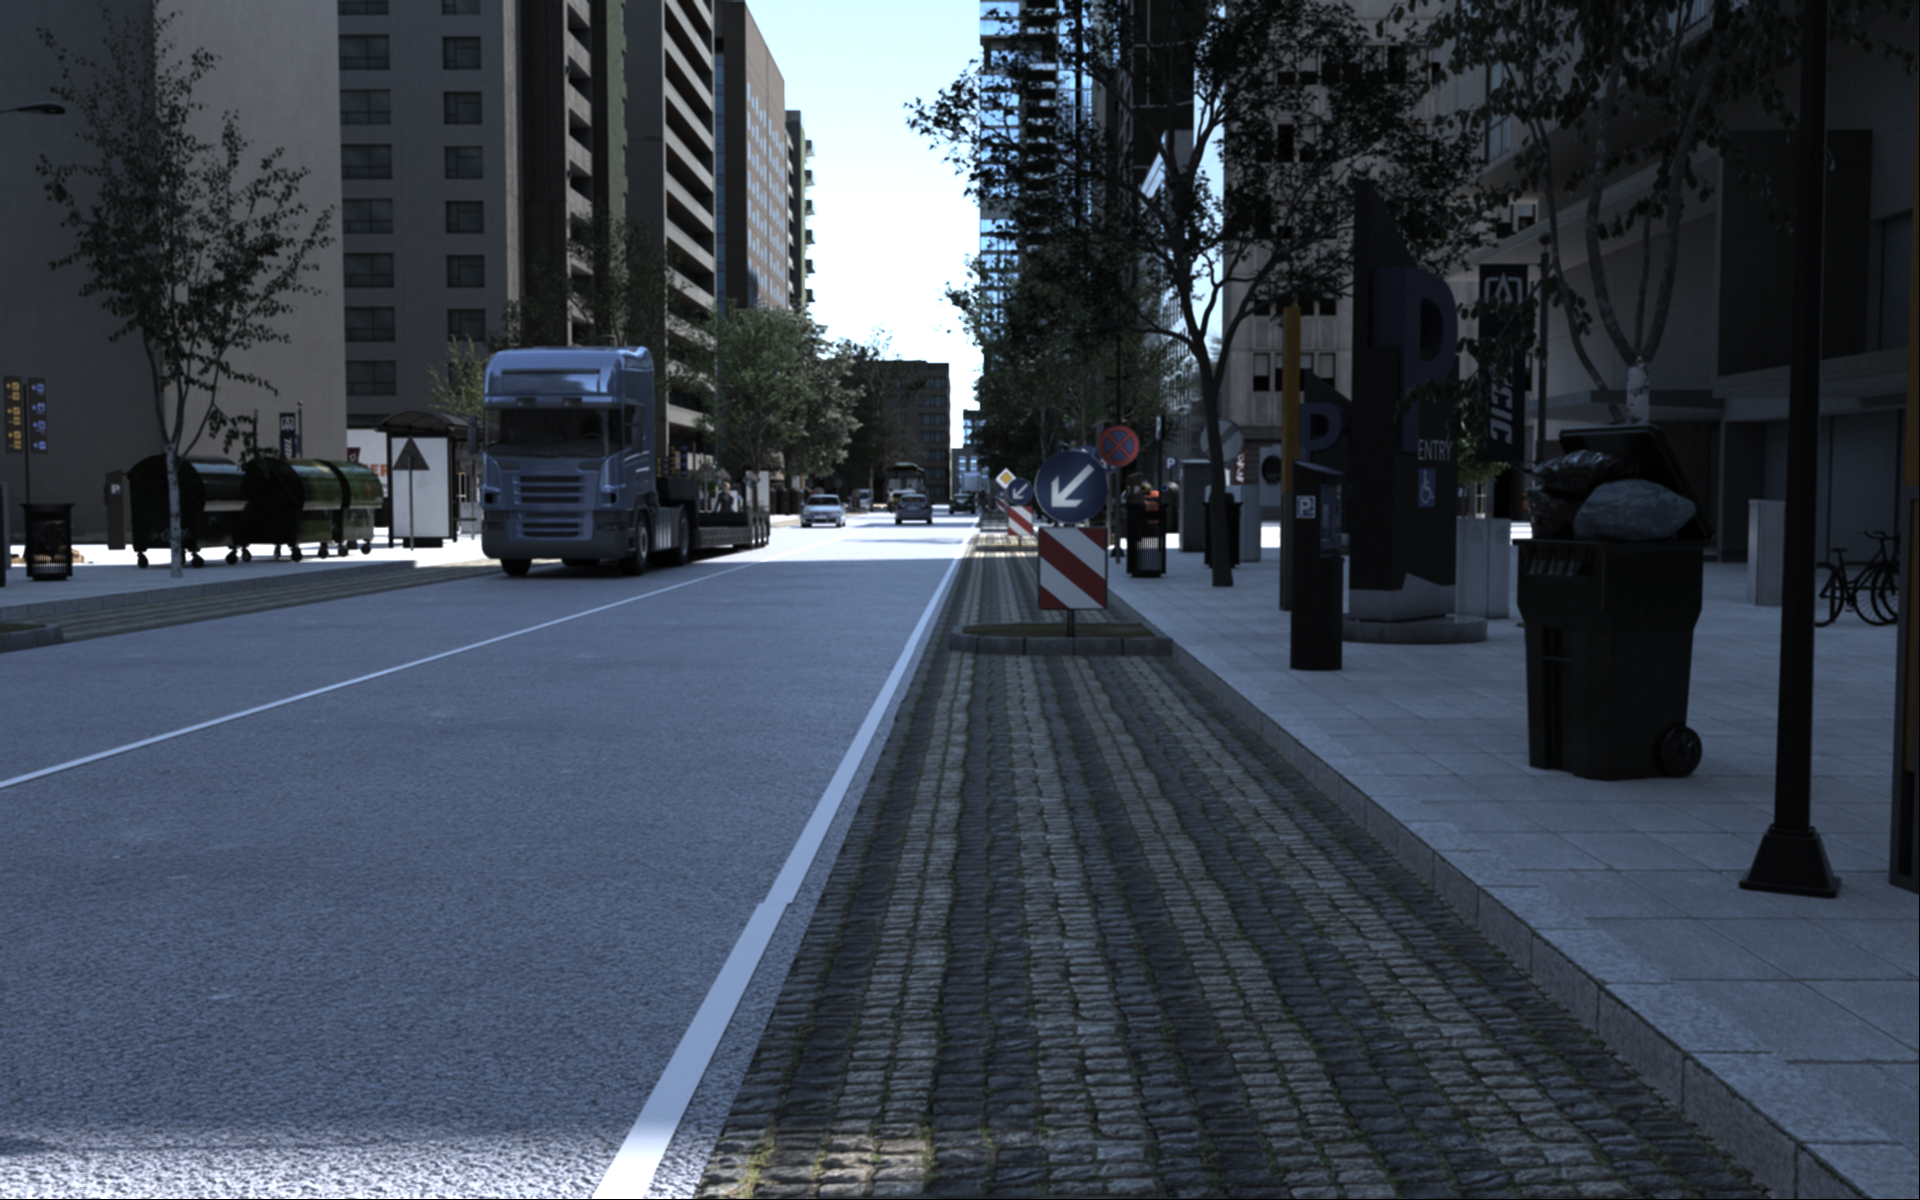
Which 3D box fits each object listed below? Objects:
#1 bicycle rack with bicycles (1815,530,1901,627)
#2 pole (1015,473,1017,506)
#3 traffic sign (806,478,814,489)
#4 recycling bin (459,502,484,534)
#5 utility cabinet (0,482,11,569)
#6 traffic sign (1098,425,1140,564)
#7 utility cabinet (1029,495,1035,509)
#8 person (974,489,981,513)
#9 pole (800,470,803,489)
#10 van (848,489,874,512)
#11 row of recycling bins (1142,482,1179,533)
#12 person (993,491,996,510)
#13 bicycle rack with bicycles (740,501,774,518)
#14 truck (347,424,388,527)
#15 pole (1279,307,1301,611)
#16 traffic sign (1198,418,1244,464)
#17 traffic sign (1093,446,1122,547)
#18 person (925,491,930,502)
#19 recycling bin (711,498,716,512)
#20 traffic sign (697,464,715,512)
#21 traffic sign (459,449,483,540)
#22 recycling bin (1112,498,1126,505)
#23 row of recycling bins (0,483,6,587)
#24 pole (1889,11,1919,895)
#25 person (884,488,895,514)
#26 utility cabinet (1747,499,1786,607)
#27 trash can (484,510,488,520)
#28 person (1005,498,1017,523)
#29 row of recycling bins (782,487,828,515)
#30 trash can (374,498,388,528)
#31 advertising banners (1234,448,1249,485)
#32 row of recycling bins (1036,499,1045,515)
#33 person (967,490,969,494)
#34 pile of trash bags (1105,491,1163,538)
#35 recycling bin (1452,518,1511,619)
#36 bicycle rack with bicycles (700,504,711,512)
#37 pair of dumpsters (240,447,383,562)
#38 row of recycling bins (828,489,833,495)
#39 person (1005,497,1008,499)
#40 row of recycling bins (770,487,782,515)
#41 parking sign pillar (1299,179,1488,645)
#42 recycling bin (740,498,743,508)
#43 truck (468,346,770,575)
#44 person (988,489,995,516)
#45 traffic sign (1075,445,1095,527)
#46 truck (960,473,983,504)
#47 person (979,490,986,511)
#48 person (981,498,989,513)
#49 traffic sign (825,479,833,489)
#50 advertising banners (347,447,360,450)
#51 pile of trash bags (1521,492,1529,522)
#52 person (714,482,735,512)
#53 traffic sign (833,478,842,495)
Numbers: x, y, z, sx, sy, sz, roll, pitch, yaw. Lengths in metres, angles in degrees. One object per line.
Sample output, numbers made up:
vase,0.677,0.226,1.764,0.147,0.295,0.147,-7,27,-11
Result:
bicycle rack with bicycles,9.474,-0.195,16.569,2.925,0.926,2.852,0,4,-3
pole,4.671,-9.221,144.609,0.158,3.312,0.155,0,3,0
traffic sign,-11.820,-8.312,136.006,0.768,2.556,0.104,0,4,1
recycling bin,-15.757,-2.649,55.863,0.722,1.027,0.722,-1,4,-21
utility cabinet,-16.632,-1.258,29.249,1.173,1.500,0.318,1,4,15
traffic sign,2.922,-1.946,31.928,0.768,2.556,0.104,0,4,5
utility cabinet,5.851,-8.142,144.287,1.020,1.237,0.306,1,4,9
person,1.297,-7.398,129.813,0.624,1.780,0.694,2,4,28
pole,-11.075,-7.774,120.954,0.158,3.312,0.155,0,3,0
van,-7.708,-7.833,135.080,2.013,2.044,4.112,0,4,1
row of recycling bins,7.225,-3.053,57.029,3.534,1.692,1.069,2,4,33
person,3.119,-9.001,156.602,0.436,1.711,0.756,0,4,7
bicycle rack with bicycles,-11.441,-4.959,94.454,2.852,0.926,2.925,-2,4,-34
truck,-26.534,-4.990,70.506,11.283,4.237,2.839,0,4,3
pole,3.617,-1.537,18.980,0.158,3.312,0.155,0,3,0
traffic sign,4.390,-1.780,29.213,0.768,2.556,0.104,0,4,3
traffic sign,3.600,-2.555,41.878,0.768,2.556,0.104,1,4,11
person,-3.379,-10.553,181.496,0.683,1.767,0.568,0,4,-3
recycling bin,-16.334,-6.390,117.028,0.722,1.027,0.722,2,4,31
traffic sign,-10.745,-4.477,73.309,0.768,2.556,0.104,0,4,6
traffic sign,-13.519,-2.929,47.995,0.768,2.556,0.104,1,4,10
recycling bin,9.517,-5.585,103.870,0.722,1.027,0.722,-1,4,-9
row of recycling bins,-14.931,-1.006,23.566,3.534,1.692,1.069,-1,4,-11
pole,3.140,-0.714,5.525,0.158,3.312,0.155,0,3,0
person,-5.062,-7.115,124.676,0.795,1.843,0.661,0,4,4
utility cabinet,9.419,-0.555,20.231,0.306,1.237,1.020,1,4,19
trash can,-13.105,-2.271,48.784,0.748,1.137,0.748,0,3,0
person,2.545,-4.609,84.205,0.721,1.781,0.623,-3,5,-42
row of recycling bins,-10.765,-6.822,118.645,1.069,1.692,3.534,2,4,34
trash can,-22.115,-3.333,66.152,0.748,1.137,0.748,0,3,0
advertising banners,9.927,-4.266,65.944,2.074,3.025,0.090,0,4,4
row of recycling bins,5.845,-6.360,111.101,1.069,1.692,3.534,-1,4,-20
person,0.852,-10.201,175.271,0.705,1.826,1.348,-2,4,-30
pile of trash bags,5.127,-2.505,50.702,1.912,1.369,3.447,-1,4,-16
recycling bin,5.203,-0.332,17.979,0.722,1.027,0.722,-2,4,-31
bicycle rack with bicycles,-16.077,-6.461,119.024,2.925,0.926,2.852,2,4,26
pair of dumpsters,-13.023,-1.965,34.618,1.574,2.255,4.437,0,4,1
row of recycling bins,-11.432,-8.463,145.486,1.069,1.692,3.534,1,4,10
person,3.409,-7.442,130.448,0.793,1.790,0.793,0,4,-3
row of recycling bins,-12.867,-6.409,111.906,1.069,1.692,3.534,1,4,17
parking sign pillar,3.957,-1.644,15.353,1.447,3.967,1.447,3,5,40
recycling bin,-13.688,-5.667,105.209,0.722,1.027,0.722,3,5,41
truck,-6.594,-2.916,37.437,2.967,4.110,18.799,0,4,2
person,1.995,-6.212,110.404,0.599,1.781,0.374,-2,4,-30
traffic sign,3.273,-2.751,45.092,0.768,2.556,0.104,0,4,6
truck,1.360,-13.523,210.856,2.967,4.110,18.799,0,4,1
person,1.926,-8.227,143.259,0.600,1.795,0.529,-2,4,-31
person,1.849,-7.170,131.222,1.012,1.151,0.738,2,4,34
traffic sign,-11.308,-9.120,149.225,0.768,2.556,0.104,1,4,9
advertising banners,-23.516,-4.204,64.919,2.074,3.025,0.090,0,4,-7
pile of trash bags,27.566,-4.273,79.614,3.447,1.369,1.912,1,4,10
person,-6.658,-2.441,48.837,0.534,1.772,0.576,2,4,27
traffic sign,-9.832,-8.508,139.217,0.768,2.556,0.104,0,4,2
